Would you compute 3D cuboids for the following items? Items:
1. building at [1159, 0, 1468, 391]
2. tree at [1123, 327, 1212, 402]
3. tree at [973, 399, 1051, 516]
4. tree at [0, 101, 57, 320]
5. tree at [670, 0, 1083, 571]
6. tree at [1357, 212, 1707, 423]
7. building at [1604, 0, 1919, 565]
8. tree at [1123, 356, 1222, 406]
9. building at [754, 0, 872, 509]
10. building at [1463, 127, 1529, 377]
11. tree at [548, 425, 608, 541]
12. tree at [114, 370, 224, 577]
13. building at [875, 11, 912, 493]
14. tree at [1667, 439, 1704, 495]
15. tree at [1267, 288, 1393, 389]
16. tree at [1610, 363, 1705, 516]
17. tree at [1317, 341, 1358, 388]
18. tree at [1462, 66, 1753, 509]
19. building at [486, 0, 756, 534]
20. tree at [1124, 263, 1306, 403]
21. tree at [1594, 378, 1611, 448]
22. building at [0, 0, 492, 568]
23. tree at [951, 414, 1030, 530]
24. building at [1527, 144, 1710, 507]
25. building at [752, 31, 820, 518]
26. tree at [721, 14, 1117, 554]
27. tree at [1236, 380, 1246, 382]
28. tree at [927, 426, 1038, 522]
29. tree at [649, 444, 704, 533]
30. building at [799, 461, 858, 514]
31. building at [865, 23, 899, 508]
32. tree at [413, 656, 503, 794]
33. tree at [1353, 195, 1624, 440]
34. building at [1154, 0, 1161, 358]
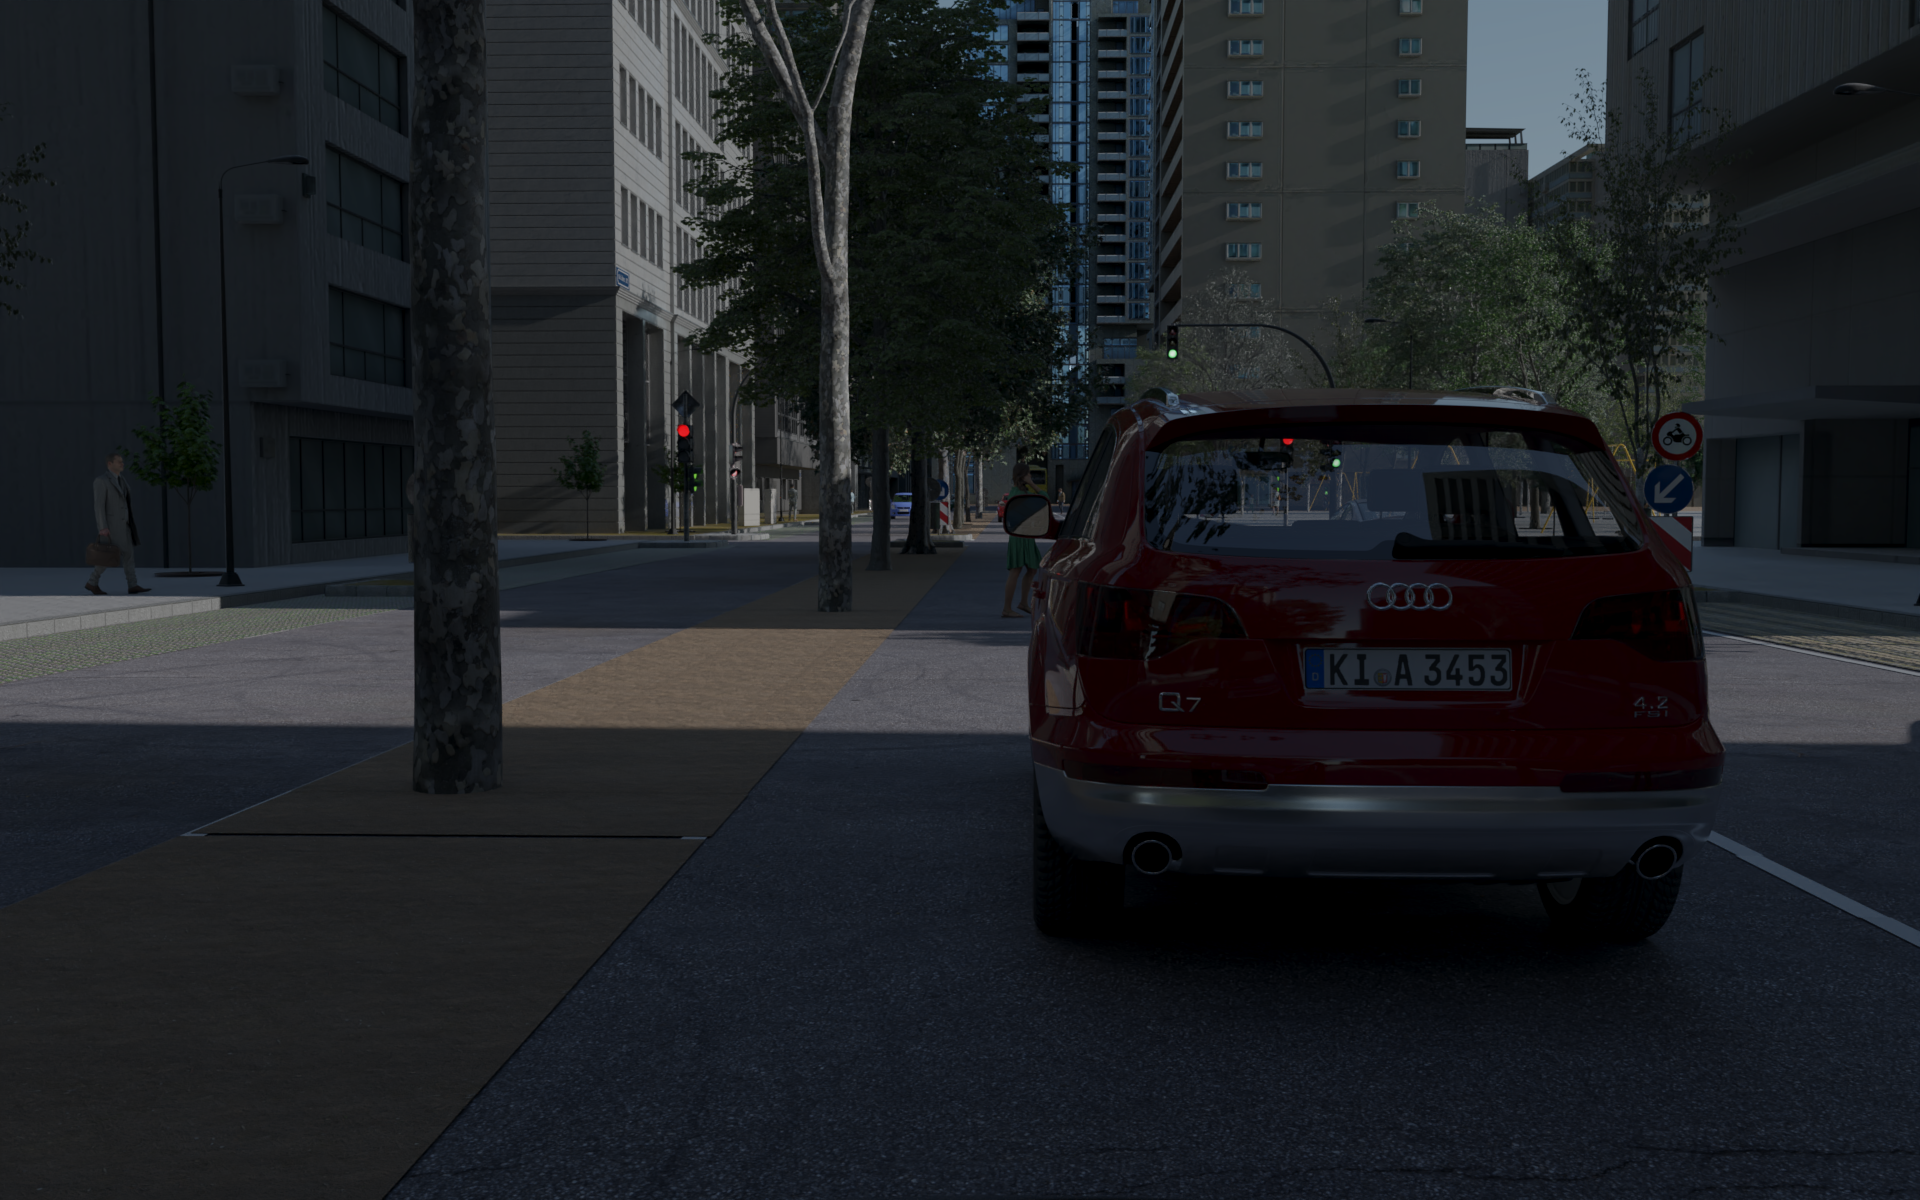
[{"bbox_3d":[27.735,-31.594,140.259,21.300,48.544,21.600,0,4,2],"label":"building"},{"bbox_3d":[14.615,-12.146,116.717,7.486,12.596,7.792,0,3,0],"label":"tree"},{"bbox_3d":[1.261,-12.362,114.942,12.009,13.543,11.850,0,3,0],"label":"tree"},{"bbox_3d":[-14.308,-4.437,22.902,4.360,8.622,3.978,0,3,0],"label":"tree"},{"bbox_3d":[-1.579,-6.841,32.430,7.486,12.596,7.792,0,3,0],"label":"tree"},{"bbox_3d":[21.061,-8.386,62.872,9.928,11.665,9.643,0,3,0],"label":"tree"},{"bbox_3d":[28.858,-26.855,28.323,28.713,52.752,27.495,0,4,2],"label":"building"},{"bbox_3d":[15.297,-12.231,125.734,9.928,11.665,9.643,0,3,0],"label":"tree"},{"bbox_3d":[-19.029,-32.183,145.807,23.786,49.044,30.456,0,4,2],"label":"building"},{"bbox_3d":[54.979,-31.326,195.781,14.086,41.232,14.154,0,4,2],"label":"building"},{"bbox_3d":[-10.196,-3.246,47.678,1.663,3.219,1.824,0,3,0],"label":"tree"},{"bbox_3d":[-12.050,-1.993,27.183,1.663,3.219,1.824,0,3,0],"label":"tree"},{"bbox_3d":[-21.428,-53.795,192.218,31.000,86.520,22.319,0,4,2],"label":"building"},{"bbox_3d":[57.257,-9.181,113.023,20.602,7.101,11.467,1,4,21],"label":"tree"},{"bbox_3d":[13.425,-6.826,61.970,4.360,8.622,3.978,0,3,0],"label":"tree"},{"bbox_3d":[39.696,-9.054,98.394,4.737,8.622,4.395,0,3,0],"label":"tree"},{"bbox_3d":[26.164,-10.918,104.258,9.928,11.665,9.643,0,3,0],"label":"tree"},{"bbox_3d":[11.317,-4.820,29.176,4.360,8.622,3.978,0,3,0],"label":"tree"},{"bbox_3d":[-15.946,-17.890,70.002,11.434,29.767,29.804,0,4,2],"label":"building"},{"bbox_3d":[13.784,-11.103,91.910,12.009,13.543,11.850,0,3,0],"label":"tree"},{"bbox_3d":[39.679,-9.396,103.994,4.737,8.622,4.395,0,3,0],"label":"tree"},{"bbox_3d":[-17.994,-16.171,36.095,14.107,30.474,14.160,0,4,2],"label":"building"},{"bbox_3d":[0.122,-9.301,80.287,9.928,11.665,9.643,0,3,0],"label":"tree"},{"bbox_3d":[73.727,-30.248,186.442,23.993,40.220,32.217,0,4,2],"label":"building"},{"bbox_3d":[-15.885,-18.559,96.948,14.314,27.812,24.014,0,4,2],"label":"building"},{"bbox_3d":[-0.975,-7.436,41.043,9.611,12.733,9.660,0,3,0],"label":"tree"},{"bbox_3d":[17.942,-9.709,109.104,4.360,8.622,3.978,0,3,0],"label":"tree"},{"bbox_3d":[0.459,-9.316,89.178,8.767,10.594,7.601,0,4,2],"label":"tree"},{"bbox_3d":[-9.292,-3.881,58.059,1.663,3.219,1.824,0,3,0],"label":"tree"},{"bbox_3d":[-13.998,-18.444,119.580,12.078,24.808,19.932,0,4,2],"label":"building"},{"bbox_3d":[-17.469,-33.521,171.765,21.300,48.544,21.600,0,4,2],"label":"building"},{"bbox_3d":[-3.622,-9.195,8.692,12.611,20.169,13.585,0,3,0],"label":"tree"},{"bbox_3d":[21.769,-10.244,74.148,9.857,13.997,8.962,0,3,0],"label":"tree"},{"bbox_3d":[26.939,-44.185,160.670,20.563,71.187,20.611,0,4,2],"label":"building"}]
